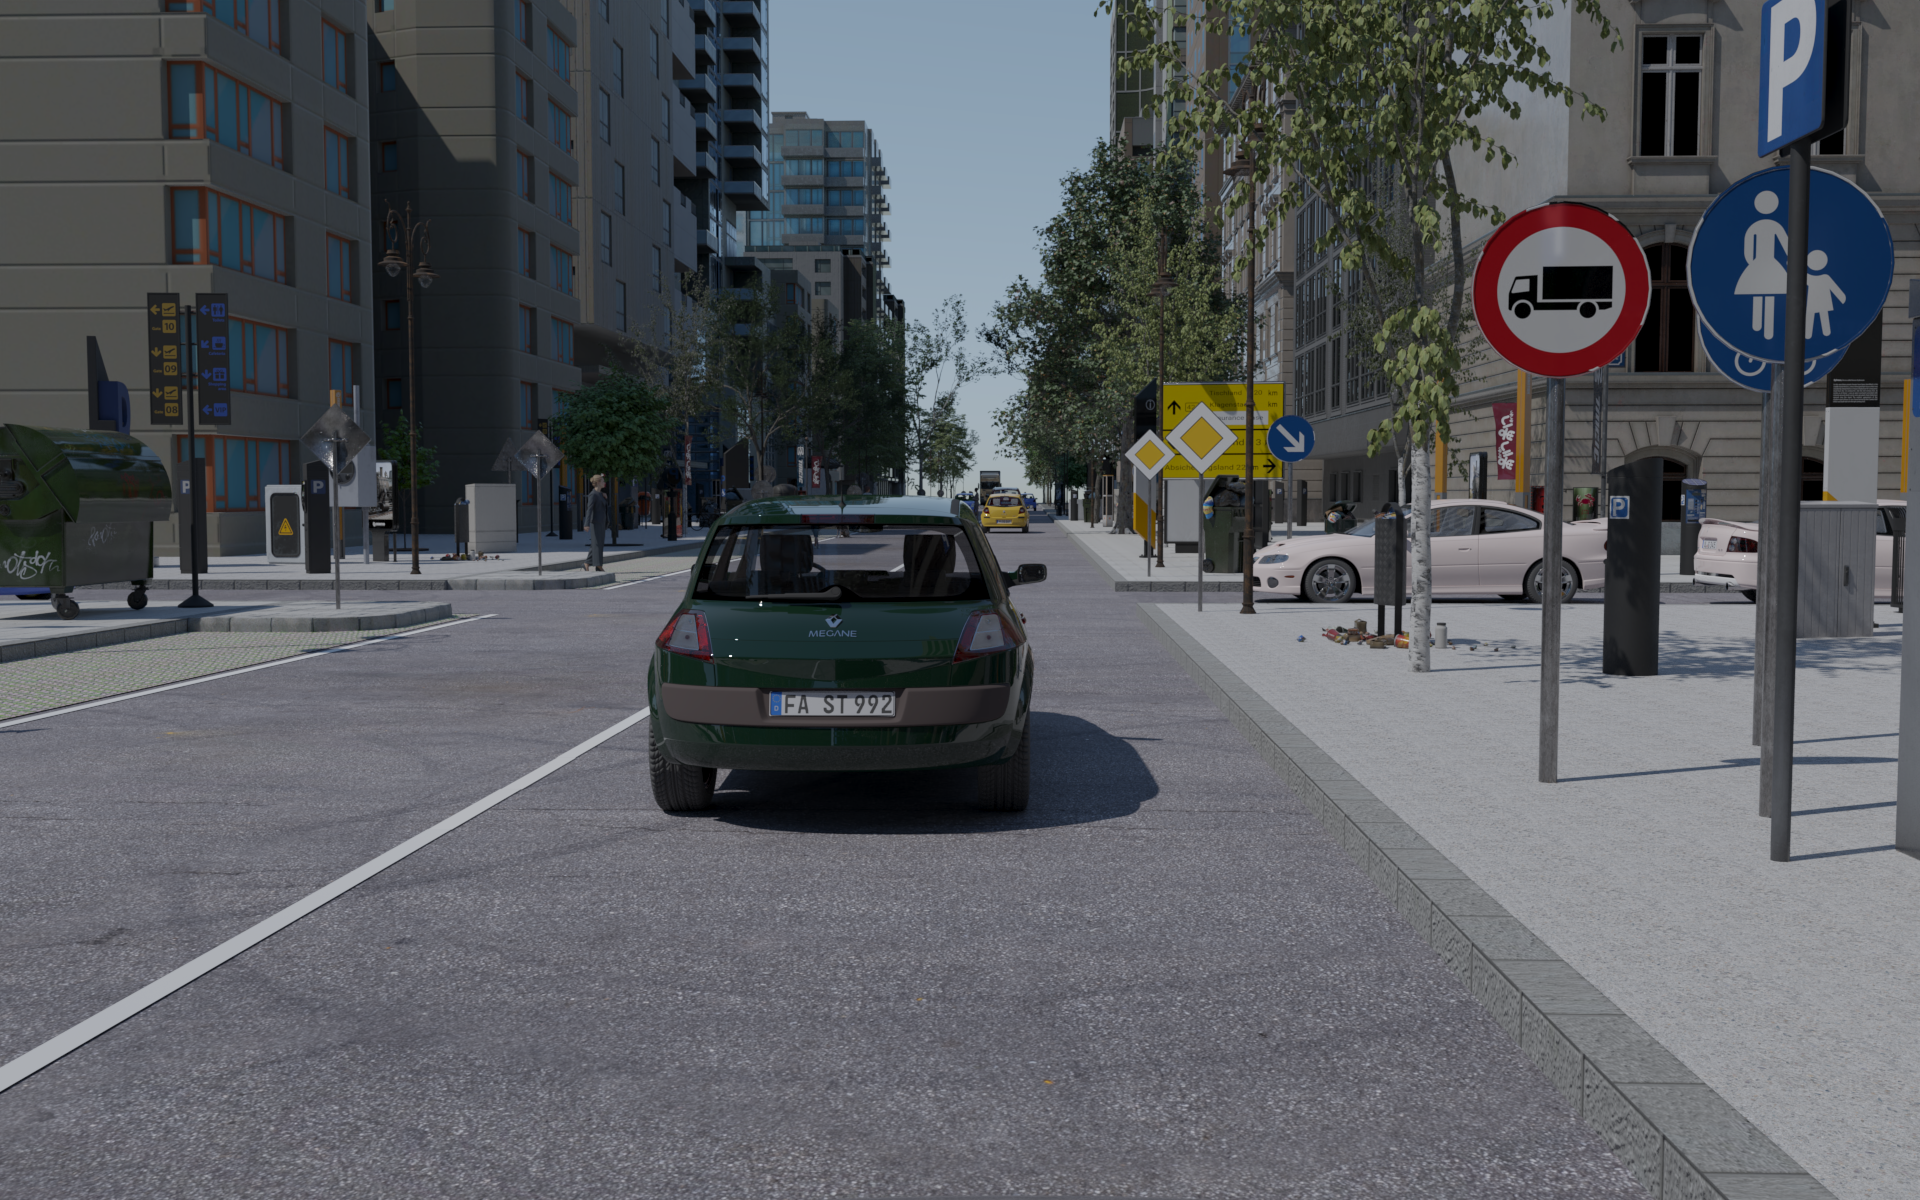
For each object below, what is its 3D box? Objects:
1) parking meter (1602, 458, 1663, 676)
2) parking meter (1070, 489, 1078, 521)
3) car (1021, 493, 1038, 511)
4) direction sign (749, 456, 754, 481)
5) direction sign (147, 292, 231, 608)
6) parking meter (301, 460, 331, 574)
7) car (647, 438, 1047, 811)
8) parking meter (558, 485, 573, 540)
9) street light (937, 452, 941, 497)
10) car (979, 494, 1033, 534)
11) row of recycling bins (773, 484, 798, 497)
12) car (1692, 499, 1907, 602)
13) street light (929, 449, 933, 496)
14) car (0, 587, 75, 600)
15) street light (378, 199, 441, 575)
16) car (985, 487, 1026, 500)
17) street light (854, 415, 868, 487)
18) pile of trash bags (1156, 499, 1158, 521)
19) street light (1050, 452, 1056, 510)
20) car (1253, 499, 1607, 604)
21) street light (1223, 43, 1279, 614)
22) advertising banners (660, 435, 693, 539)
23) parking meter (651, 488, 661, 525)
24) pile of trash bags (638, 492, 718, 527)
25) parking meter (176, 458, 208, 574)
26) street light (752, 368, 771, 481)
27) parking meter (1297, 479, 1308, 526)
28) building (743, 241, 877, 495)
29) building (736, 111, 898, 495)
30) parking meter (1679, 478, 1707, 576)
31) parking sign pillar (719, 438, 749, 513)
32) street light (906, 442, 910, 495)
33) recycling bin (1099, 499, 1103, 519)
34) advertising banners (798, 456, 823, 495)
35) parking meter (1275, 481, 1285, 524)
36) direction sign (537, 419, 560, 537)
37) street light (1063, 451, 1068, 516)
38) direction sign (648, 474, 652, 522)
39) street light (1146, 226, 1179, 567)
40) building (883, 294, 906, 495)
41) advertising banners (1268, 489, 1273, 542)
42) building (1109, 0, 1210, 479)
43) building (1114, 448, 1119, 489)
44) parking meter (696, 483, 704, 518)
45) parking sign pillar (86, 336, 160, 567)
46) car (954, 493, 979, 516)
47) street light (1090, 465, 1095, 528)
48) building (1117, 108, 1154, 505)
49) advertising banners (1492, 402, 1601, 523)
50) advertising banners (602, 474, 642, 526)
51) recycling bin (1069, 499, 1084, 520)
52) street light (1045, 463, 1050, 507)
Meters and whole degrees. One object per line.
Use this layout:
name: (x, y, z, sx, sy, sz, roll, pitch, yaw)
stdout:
parking meter: (4.785, -0.239, 12.321, 0.372, 1.533, 0.369, 0, 3, 0)
parking meter: (5.463, -4.545, 82.728, 0.372, 1.533, 0.369, 0, 3, 0)
car: (5.696, -8.481, 148.254, 1.945, 1.707, 3.694, 0, 4, 1)
direction sign: (-12.534, -6.769, 102.671, 0.876, 3.537, 0.379, 3, 4, 37)
direction sign: (-8.679, -1.686, 19.564, 0.876, 3.537, 0.379, 0, 4, -4)
parking meter: (-10.385, -1.359, 27.925, 0.399, 1.863, 0.255, -2, 4, -34)
car: (-0.518, 0.035, 9.222, 2.009, 1.686, 4.222, 0, 4, 0)
parking meter: (-11.116, -2.471, 48.813, 0.372, 1.533, 0.369, 0, 3, 0)
street light: (-2.295, -13.125, 187.386, 0.468, 5.910, 1.993, 0, 4, 2)
car: (1.702, -3.313, 64.392, 2.015, 1.641, 3.980, 0, 4, 3)
row of recycling bins: (-7.233, -3.939, 71.516, 1.069, 1.692, 3.534, 0, 4, -2)
car: (11.880, -0.585, 21.927, 4.827, 1.381, 2.083, 0, 4, 4)
street light: (-2.946, -12.344, 174.611, 0.468, 5.910, 1.993, 0, 4, 2)
car: (-13.387, -0.773, 22.234, 3.694, 1.707, 1.945, 0, 4, 3)
street light: (-8.704, -3.348, 27.522, 0.468, 5.910, 1.993, 0, 4, 2)
car: (2.528, -5.313, 95.536, 2.281, 1.827, 5.304, 0, 4, 1)
street light: (-5.786, -7.744, 99.401, 0.468, 5.910, 1.993, 0, 4, 2)
pile of trash bags: (9.210, -4.560, 84.302, 3.447, 1.369, 1.912, 0, 4, 7)
street light: (7.863, -10.393, 142.706, 0.468, 5.910, 1.993, 0, 4, 2)
car: (6.186, -0.638, 22.790, 4.827, 1.381, 2.083, 0, 4, 1)
street light: (3.090, -2.790, 18.407, 0.468, 5.910, 1.993, 0, 4, 2)
advertising banners: (-8.283, -3.338, 50.763, 0.090, 3.025, 2.074, 1, 4, 17)
parking meter: (-12.801, -3.948, 72.953, 0.372, 1.533, 0.369, 0, 3, 0)
pile of trash bags: (-10.928, -3.520, 67.312, 3.447, 1.369, 1.912, 0, 4, 7)
parking meter: (-12.376, -1.357, 27.906, 0.399, 1.863, 0.255, 1, 4, 13)
street light: (-7.257, -5.552, 63.556, 0.468, 5.910, 1.993, 0, 4, 2)
parking meter: (13.633, -3.872, 69.010, 0.399, 1.863, 0.255, -3, 5, -39)
building: (-17.300, -26.324, 202.100, 14.160, 30.474, 14.107, 0, 4, 2)
building: (-20.543, -36.961, 223.917, 23.786, 49.044, 30.456, 0, 4, 2)
parking meter: (11.605, -1.162, 27.408, 0.372, 1.533, 0.369, 0, 3, 0)
parking sign pillar: (-10.197, -5.498, 78.358, 1.447, 3.967, 1.447, -3, 5, -43)
street light: (-4.214, -10.207, 139.673, 0.468, 5.910, 1.993, 0, 4, 2)
recycling bin: (7.105, -4.629, 88.244, 0.722, 1.027, 0.722, -3, 5, -41)
advertising banners: (-7.228, -5.030, 78.426, 2.074, 3.025, 0.090, -1, 4, -15)
parking meter: (13.876, -4.247, 75.155, 0.399, 1.863, 0.255, 1, 4, 17)
direction sign: (-12.354, -3.689, 52.320, 0.379, 3.537, 0.876, 3, 5, 43)
street light: (6.500, -8.256, 107.772, 0.468, 5.910, 1.993, 0, 4, 2)
direction sign: (-13.995, -5.288, 78.449, 0.379, 3.537, 0.876, -1, 4, -15)
street light: (3.506, -3.509, 30.161, 0.468, 5.910, 1.993, 0, 4, 2)
building: (-15.230, -29.086, 247.249, 14.160, 30.474, 14.107, 0, 4, 2)
advertising banners: (8.055, -3.027, 45.687, 0.090, 3.025, 2.074, 1, 4, 20)
building: (29.914, -49.593, 249.097, 20.563, 71.187, 20.611, 0, 4, 2)
building: (31.210, -36.957, 223.852, 23.786, 49.044, 30.456, 0, 4, 2)
parking meter: (-13.854, -5.296, 92.293, 0.399, 1.863, 0.255, -3, 5, -45)
parking sign pillar: (-14.818, -2.553, 30.219, 1.447, 3.967, 1.447, -1, 4, -15)
car: (0.320, -6.508, 115.991, 1.945, 1.707, 3.694, 0, 4, 2)
street light: (5.008, -5.662, 65.368, 0.468, 5.910, 1.993, 0, 4, 2)
building: (25.542, -33.723, 201.487, 14.600, 45.320, 14.200, 0, 4, 2)
advertising banners: (11.018, -2.225, 32.566, 2.074, 3.025, 0.090, 2, 4, 32)
advertising banners: (-13.936, -4.549, 70.565, 2.074, 3.025, 0.090, 1, 4, 12)
recycling bin: (5.743, -4.413, 84.699, 0.722, 1.027, 0.722, -1, 4, -9)
street light: (9.286, -12.550, 177.984, 0.468, 5.910, 1.993, 0, 4, 2)
